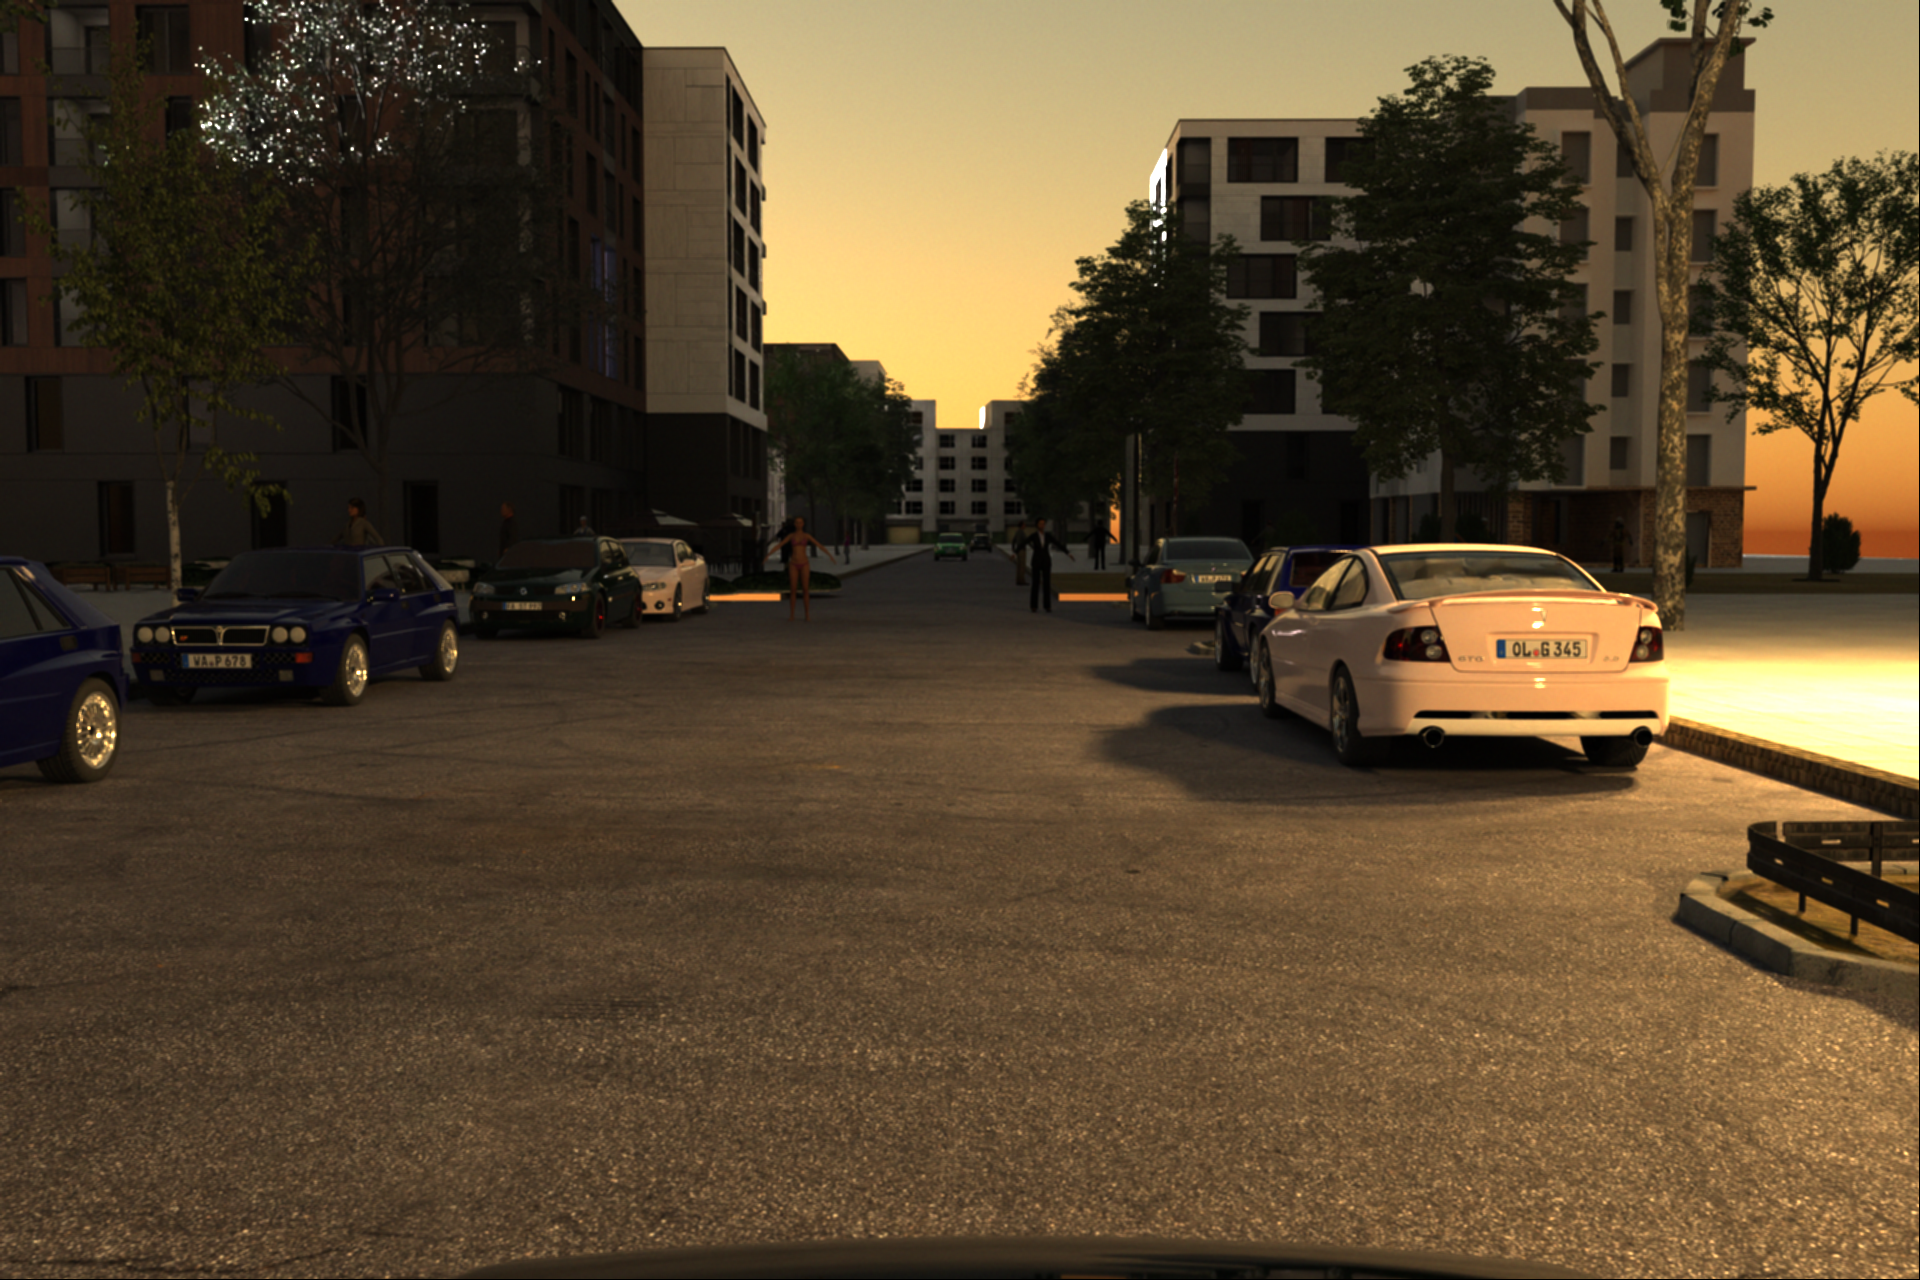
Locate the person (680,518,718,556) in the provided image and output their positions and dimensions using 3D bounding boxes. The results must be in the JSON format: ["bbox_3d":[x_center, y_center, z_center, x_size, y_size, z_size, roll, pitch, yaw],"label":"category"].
[{"bbox_3d":[-8.939,-3.233,58.991,1.348,1.813,0.705,-1,4,-13],"label":"person"}]

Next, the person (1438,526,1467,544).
[{"bbox_3d":[12.157,-2.248,42.888,0.704,1.817,1.347,-1,4,-15],"label":"person"}]

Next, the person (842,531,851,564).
[{"bbox_3d":[-4.862,-3.937,73.635,0.599,1.433,0.991,1,4,14],"label":"person"}]

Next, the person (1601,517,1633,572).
[{"bbox_3d":[22.023,-3.191,57.948,0.705,1.858,1.354,-2,4,-24],"label":"person"}]

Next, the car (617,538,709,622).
[{"bbox_3d":[-5.475,-1.061,29.706,2.083,1.381,4.827,0,4,1],"label":"car"}]

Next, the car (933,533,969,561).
[{"bbox_3d":[-0.491,-5.213,94.021,1.959,1.807,4.718,0,4,0],"label":"car"}]

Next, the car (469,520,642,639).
[{"bbox_3d":[-5.745,-0.925,24.913,2.009,1.686,4.222,0,4,1],"label":"car"}]

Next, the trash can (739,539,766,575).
[{"bbox_3d":[-5.755,-2.232,48.149,0.748,1.137,0.748,0,3,0],"label":"trash can"}]

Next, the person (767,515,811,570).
[{"bbox_3d":[-5.107,-2.825,51.972,1.354,1.856,0.705,0,4,6],"label":"person"}]

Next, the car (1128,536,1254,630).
[{"bbox_3d":[3.672,-0.921,27.063,2.014,1.417,4.499,0,4,1],"label":"car"}]

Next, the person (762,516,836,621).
[{"bbox_3d":[-2.651,-1.180,28.555,1.217,1.733,0.721,0,4,-3],"label":"person"}]

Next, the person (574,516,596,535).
[{"bbox_3d":[-11.884,-2.985,54.668,1.347,1.847,0.705,1,4,21],"label":"person"}]

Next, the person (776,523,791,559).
[{"bbox_3d":[-7.435,-4.242,75.501,1.345,1.843,0.704,1,4,18],"label":"person"}]

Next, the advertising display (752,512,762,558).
[{"bbox_3d":[-5.873,-2.745,50.088,0.123,1.923,0.974,0,4,3],"label":"advertising display"}]

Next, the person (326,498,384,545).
[{"bbox_3d":[-7.731,-0.933,22.012,1.215,1.744,0.721,2,4,27],"label":"person"}]

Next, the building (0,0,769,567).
[{"bbox_3d":[-23.823,-13.890,71.083,27.936,21.610,32.646,0,4,1],"label":"building"}]

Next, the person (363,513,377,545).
[{"bbox_3d":[-14.298,-2.159,41.482,0.705,1.806,1.347,0,4,6],"label":"person"}]

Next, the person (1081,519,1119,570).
[{"bbox_3d":[5.027,-3.427,62.213,1.347,1.806,0.705,0,4,1],"label":"person"}]

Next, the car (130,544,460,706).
[{"bbox_3d":[-5.855,-0.187,15.637,1.945,1.354,3.894,0,4,1],"label":"car"}]

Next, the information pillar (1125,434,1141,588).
[{"bbox_3d":[4.125,-3.060,41.347,0.184,3.620,1.656,0,4,0],"label":"information pillar"}]

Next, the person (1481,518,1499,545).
[{"bbox_3d":[17.674,-3.205,58.364,1.349,1.833,0.705,-3,4,-38],"label":"person"}]

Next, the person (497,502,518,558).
[{"bbox_3d":[-7.432,-1.362,28.444,0.705,1.807,1.348,-1,4,-19],"label":"person"}]

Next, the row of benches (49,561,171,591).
[{"bbox_3d":[-19.651,-1.429,38.827,1.422,0.672,4.104,3,4,36],"label":"row of benches"}]

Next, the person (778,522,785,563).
[{"bbox_3d":[-7.851,-4.354,77.129,1.347,1.837,0.705,3,4,37],"label":"person"}]

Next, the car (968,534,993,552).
[{"bbox_3d":[1.633,-7.752,136.525,2.009,1.686,4.222,0,4,0],"label":"car"}]

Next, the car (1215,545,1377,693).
[{"bbox_3d":[3.538,-0.269,16.978,1.945,1.354,3.894,0,4,1],"label":"car"}]

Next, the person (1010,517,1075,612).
[{"bbox_3d":[1.502,-1.379,31.728,1.216,1.740,0.721,-1,4,-9],"label":"person"}]

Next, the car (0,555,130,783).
[{"bbox_3d":[-5.842,0.237,8.714,1.945,1.354,3.894,0,4,0],"label":"car"}]

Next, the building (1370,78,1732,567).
[{"bbox_3d":[24.064,-13.578,78.426,16.016,20.090,11.380,0,4,1],"label":"building"}]

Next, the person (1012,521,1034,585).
[{"bbox_3d":[1.746,-2.437,48.573,0.705,1.796,1.348,-2,4,-26],"label":"person"}]

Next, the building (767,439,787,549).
[{"bbox_3d":[-20.639,-13.407,161.344,9.099,9.664,28.070,0,4,1],"label":"building"}]

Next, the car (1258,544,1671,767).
[{"bbox_3d":[3.283,0.019,12.054,2.083,1.381,4.827,0,4,0],"label":"car"}]

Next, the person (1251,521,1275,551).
[{"bbox_3d":[11.890,-3.697,66.715,1.348,1.796,0.705,-1,4,-12],"label":"person"}]

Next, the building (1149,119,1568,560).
[{"bbox_3d":[24.857,-15.773,101.864,27.936,21.610,32.646,0,4,0],"label":"building"}]
